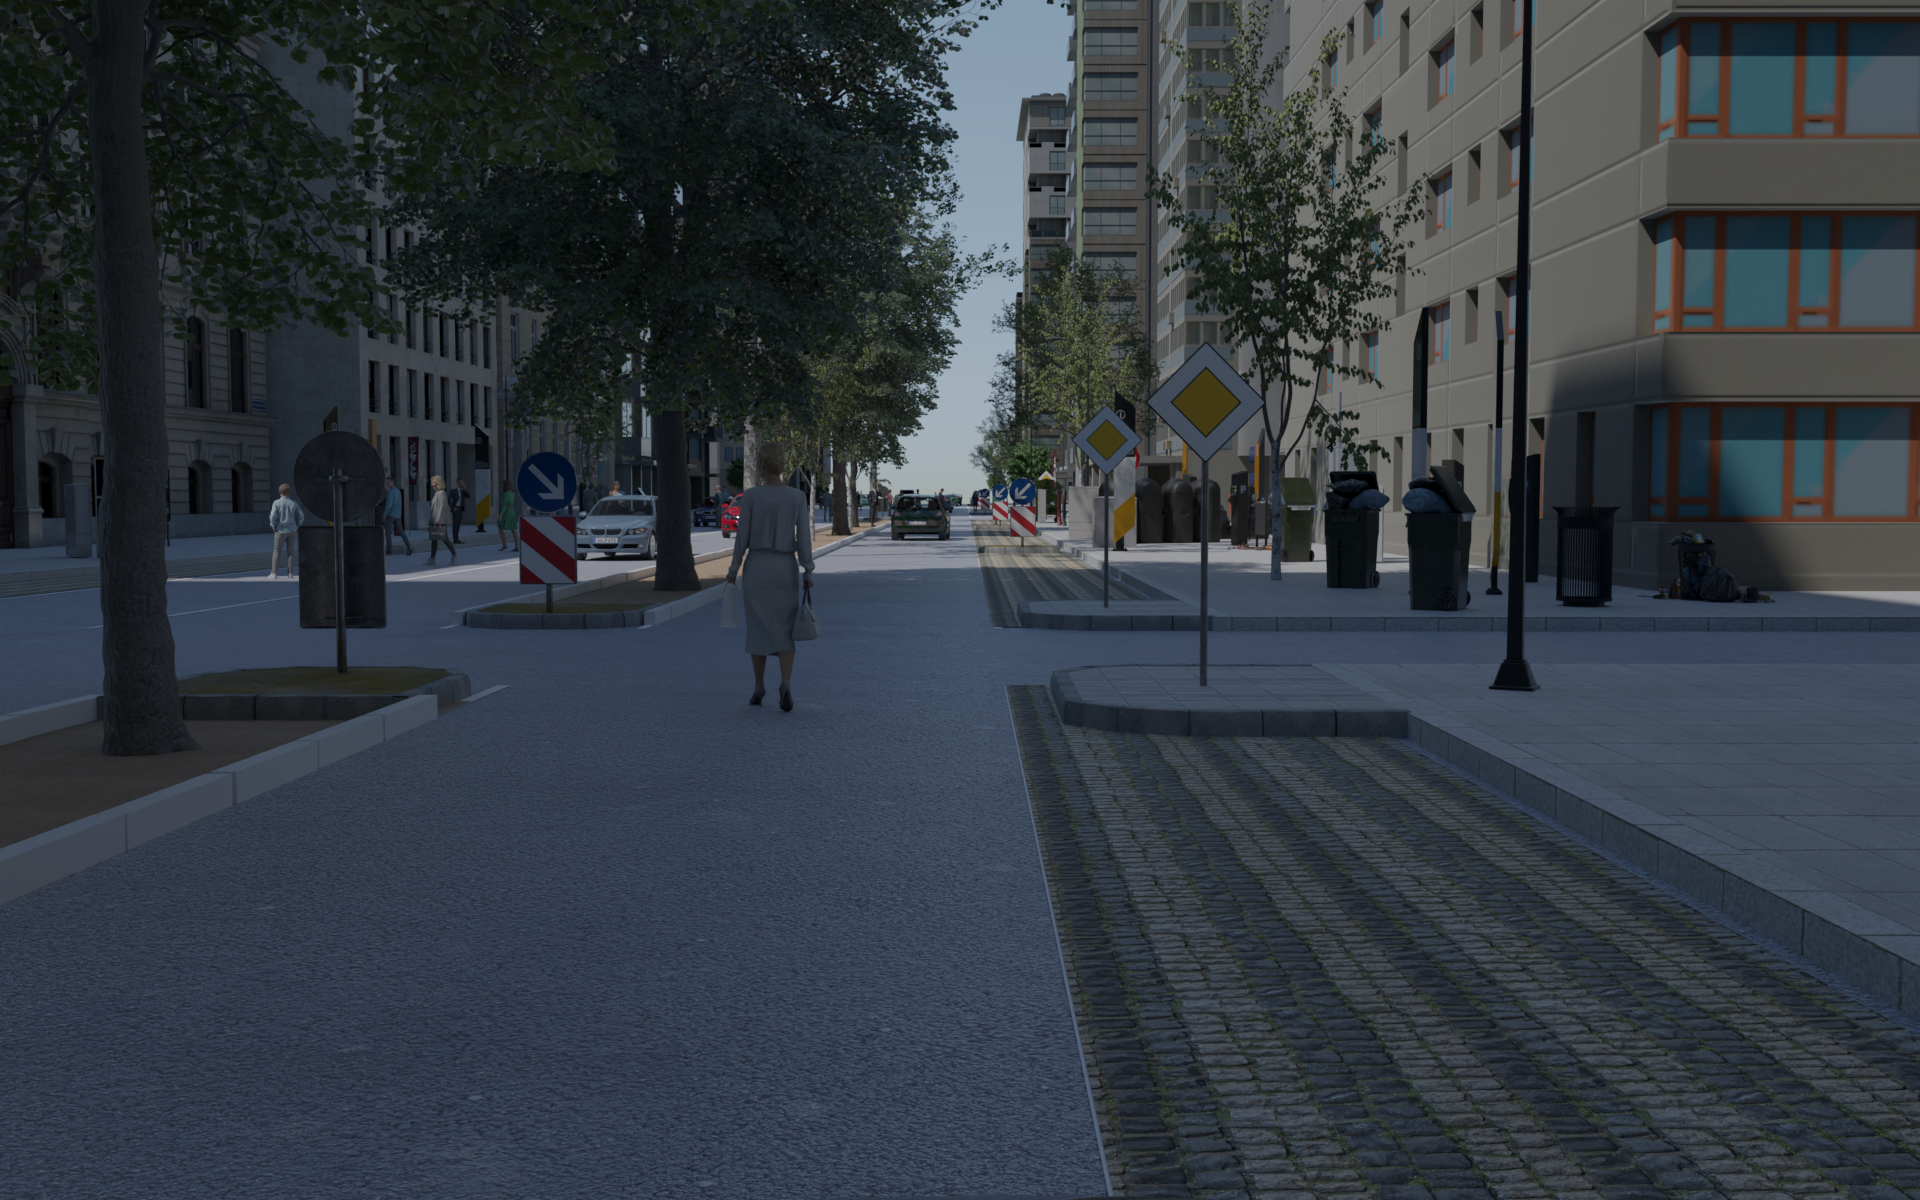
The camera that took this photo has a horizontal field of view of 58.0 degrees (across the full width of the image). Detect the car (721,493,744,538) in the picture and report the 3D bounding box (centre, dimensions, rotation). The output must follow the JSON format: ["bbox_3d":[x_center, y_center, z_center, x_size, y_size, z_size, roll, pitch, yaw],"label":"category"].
[{"bbox_3d":[-6.802,-2.979,57.746,2.155,1.783,4.494,0,4,2],"label":"car"}]

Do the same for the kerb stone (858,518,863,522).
[{"bbox_3d":[-5.273,-4.338,93.125,0.120,0.150,1.000,0,4,0],"label":"kerb stone"}]

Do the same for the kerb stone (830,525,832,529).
[{"bbox_3d":[-5.328,-2.897,69.569,0.120,0.150,1.000,0,4,0],"label":"kerb stone"}]

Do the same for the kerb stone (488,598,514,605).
[{"bbox_3d":[-5.468,0.111,20.376,0.120,0.150,1.000,0,4,0],"label":"kerb stone"}]

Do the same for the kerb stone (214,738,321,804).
[{"bbox_3d":[-3.400,0.837,8.504,0.120,0.150,1.000,0,4,0],"label":"kerb stone"}]

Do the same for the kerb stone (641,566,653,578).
[{"bbox_3d":[-5.446,-0.452,29.610,0.120,0.150,1.000,0,4,0],"label":"kerb stone"}]

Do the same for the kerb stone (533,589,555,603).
[{"bbox_3d":[-5.463,-0.013,22.430,0.120,0.150,1.000,0,4,0],"label":"kerb stone"}]

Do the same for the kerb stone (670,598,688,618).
[{"bbox_3d":[-3.369,0.111,20.385,0.120,0.150,1.000,0,4,0],"label":"kerb stone"}]

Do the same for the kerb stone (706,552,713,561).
[{"bbox_3d":[-5.432,-0.892,36.779,0.120,0.150,1.000,0,4,0],"label":"kerb stone"}]

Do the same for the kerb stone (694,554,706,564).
[{"bbox_3d":[-5.433,-0.829,35.755,0.120,0.150,1.000,0,4,0],"label":"kerb stone"}]

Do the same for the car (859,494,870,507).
[{"bbox_3d":[-10.009,-10.775,187.967,2.131,1.459,4.920,0,4,1],"label":"car"}]

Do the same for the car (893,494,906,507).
[{"bbox_3d":[-6.684,-11.351,195.380,2.009,1.686,4.222,0,4,-1],"label":"car"}]

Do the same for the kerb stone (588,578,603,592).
[{"bbox_3d":[-5.461,-0.202,25.502,0.120,0.150,1.000,0,4,0],"label":"kerb stone"}]

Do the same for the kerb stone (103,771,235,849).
[{"bbox_3d":[-3.411,0.904,7.473,0.120,0.150,1.000,0,4,0],"label":"kerb stone"}]

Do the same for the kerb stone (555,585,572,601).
[{"bbox_3d":[-5.463,-0.073,23.458,0.120,0.150,1.000,0,4,0],"label":"kerb stone"}]

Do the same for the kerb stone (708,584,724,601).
[{"bbox_3d":[-3.361,-0.077,23.460,0.120,0.150,1.000,0,4,0],"label":"kerb stone"}]

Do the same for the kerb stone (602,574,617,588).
[{"bbox_3d":[-5.449,-0.263,26.524,0.120,0.150,1.000,0,4,0],"label":"kerb stone"}]

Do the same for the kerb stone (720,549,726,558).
[{"bbox_3d":[-5.425,-1.004,38.824,0.120,0.150,1.000,0,4,0],"label":"kerb stone"}]

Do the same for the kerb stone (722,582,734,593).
[{"bbox_3d":[-3.360,-0.140,24.485,0.120,0.150,1.000,0,4,0],"label":"kerb stone"}]

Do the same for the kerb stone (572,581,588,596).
[{"bbox_3d":[-5.466,-0.136,24.480,0.120,0.150,1.000,0,4,0],"label":"kerb stone"}]

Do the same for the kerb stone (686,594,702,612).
[{"bbox_3d":[-3.359,0.056,21.414,0.120,0.150,1.000,0,4,0],"label":"kerb stone"}]

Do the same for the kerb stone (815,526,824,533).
[{"bbox_3d":[-5.347,-2.647,65.467,0.120,0.150,1.000,0,4,0],"label":"kerb stone"}]

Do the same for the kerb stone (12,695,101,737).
[{"bbox_3d":[-5.505,0.711,10.581,0.120,0.150,1.000,0,4,0],"label":"kerb stone"}]

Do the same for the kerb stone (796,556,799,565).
[{"bbox_3d":[-3.325,-0.890,36.778,0.120,0.150,1.000,0,4,0],"label":"kerb stone"}]

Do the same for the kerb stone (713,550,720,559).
[{"bbox_3d":[-5.425,-0.954,37.801,0.120,0.150,1.000,0,4,0],"label":"kerb stone"}]

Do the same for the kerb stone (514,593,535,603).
[{"bbox_3d":[-5.473,0.049,21.398,0.120,0.150,1.000,0,4,0],"label":"kerb stone"}]

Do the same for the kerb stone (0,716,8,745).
[{"bbox_3d":[-5.493,0.776,9.559,0.120,0.150,1.000,0,4,0],"label":"kerb stone"}]

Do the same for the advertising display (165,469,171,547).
[{"bbox_3d":[-19.726,-2.256,42.094,0.974,1.923,0.123,-2,4,-32],"label":"advertising display"}]

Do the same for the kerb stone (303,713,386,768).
[{"bbox_3d":[-3.402,0.775,9.532,0.120,0.150,1.000,0,4,0],"label":"kerb stone"}]

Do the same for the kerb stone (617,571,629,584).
[{"bbox_3d":[-5.461,-0.328,27.555,0.120,0.150,1.000,0,4,0],"label":"kerb stone"}]

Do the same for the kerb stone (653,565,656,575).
[{"bbox_3d":[-5.441,-0.516,30.632,0.120,0.150,1.000,0,4,0],"label":"kerb stone"}]

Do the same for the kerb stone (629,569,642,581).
[{"bbox_3d":[-5.446,-0.389,28.583,0.120,0.150,1.000,0,4,0],"label":"kerb stone"}]

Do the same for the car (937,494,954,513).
[{"bbox_3d":[-1.463,-7.379,132.649,2.014,1.417,4.499,0,4,1],"label":"car"}]

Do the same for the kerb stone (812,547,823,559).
[{"bbox_3d":[-3.314,-1.071,39.847,0.120,0.150,1.000,0,4,0],"label":"kerb stone"}]

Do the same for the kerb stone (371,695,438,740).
[{"bbox_3d":[-3.400,0.711,10.566,0.120,0.150,1.000,0,4,0],"label":"kerb stone"}]

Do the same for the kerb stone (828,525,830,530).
[{"bbox_3d":[-5.342,-2.835,68.547,0.120,0.150,1.000,0,4,0],"label":"kerb stone"}]

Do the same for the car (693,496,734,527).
[{"bbox_3d":[-10.784,-3.941,77.021,1.945,1.354,3.894,0,4,0],"label":"car"}]

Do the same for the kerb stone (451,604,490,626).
[{"bbox_3d":[-5.473,0.174,19.345,0.120,0.150,1.000,0,4,0],"label":"kerb stone"}]

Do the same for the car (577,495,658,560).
[{"bbox_3d":[-7.454,-1.652,39.020,2.014,1.417,4.499,0,4,2],"label":"car"}]

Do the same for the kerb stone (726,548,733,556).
[{"bbox_3d":[-5.417,-1.079,39.845,0.120,0.150,1.000,0,4,0],"label":"kerb stone"}]

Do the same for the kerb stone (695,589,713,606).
[{"bbox_3d":[-3.363,-0.012,22.436,0.120,0.150,1.000,0,4,0],"label":"kerb stone"}]

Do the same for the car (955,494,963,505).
[{"bbox_3d":[-0.693,-12.631,218.316,2.131,1.459,4.920,0,4,-1],"label":"car"}]

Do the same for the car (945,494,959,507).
[{"bbox_3d":[-1.112,-11.487,199.612,2.131,1.459,4.920,0,4,-2],"label":"car"}]

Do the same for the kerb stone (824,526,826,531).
[{"bbox_3d":[-5.346,-2.707,66.495,0.120,0.150,1.000,0,4,0],"label":"kerb stone"}]

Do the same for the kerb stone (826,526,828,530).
[{"bbox_3d":[-5.340,-2.771,67.525,0.120,0.150,1.000,0,4,0],"label":"kerb stone"}]

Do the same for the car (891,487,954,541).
[{"bbox_3d":[-1.217,-2.741,54.598,2.009,1.686,4.222,0,4,2],"label":"car"}]

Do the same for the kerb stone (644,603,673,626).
[{"bbox_3d":[-3.378,0.174,19.357,0.120,0.150,1.000,0,4,0],"label":"kerb stone"}]

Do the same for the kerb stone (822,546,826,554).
[{"bbox_3d":[-3.319,-1.140,40.868,0.120,0.150,1.000,0,4,0],"label":"kerb stone"}]

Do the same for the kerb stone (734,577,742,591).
[{"bbox_3d":[-3.358,-0.203,25.507,0.120,0.150,1.000,0,4,0],"label":"kerb stone"}]

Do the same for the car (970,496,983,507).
[{"bbox_3d":[2.044,-11.440,196.829,2.009,1.686,4.222,0,4,2],"label":"car"}]

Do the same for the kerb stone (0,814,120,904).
[{"bbox_3d":[-3.409,0.963,6.444,0.120,0.150,1.000,0,4,0],"label":"kerb stone"}]
